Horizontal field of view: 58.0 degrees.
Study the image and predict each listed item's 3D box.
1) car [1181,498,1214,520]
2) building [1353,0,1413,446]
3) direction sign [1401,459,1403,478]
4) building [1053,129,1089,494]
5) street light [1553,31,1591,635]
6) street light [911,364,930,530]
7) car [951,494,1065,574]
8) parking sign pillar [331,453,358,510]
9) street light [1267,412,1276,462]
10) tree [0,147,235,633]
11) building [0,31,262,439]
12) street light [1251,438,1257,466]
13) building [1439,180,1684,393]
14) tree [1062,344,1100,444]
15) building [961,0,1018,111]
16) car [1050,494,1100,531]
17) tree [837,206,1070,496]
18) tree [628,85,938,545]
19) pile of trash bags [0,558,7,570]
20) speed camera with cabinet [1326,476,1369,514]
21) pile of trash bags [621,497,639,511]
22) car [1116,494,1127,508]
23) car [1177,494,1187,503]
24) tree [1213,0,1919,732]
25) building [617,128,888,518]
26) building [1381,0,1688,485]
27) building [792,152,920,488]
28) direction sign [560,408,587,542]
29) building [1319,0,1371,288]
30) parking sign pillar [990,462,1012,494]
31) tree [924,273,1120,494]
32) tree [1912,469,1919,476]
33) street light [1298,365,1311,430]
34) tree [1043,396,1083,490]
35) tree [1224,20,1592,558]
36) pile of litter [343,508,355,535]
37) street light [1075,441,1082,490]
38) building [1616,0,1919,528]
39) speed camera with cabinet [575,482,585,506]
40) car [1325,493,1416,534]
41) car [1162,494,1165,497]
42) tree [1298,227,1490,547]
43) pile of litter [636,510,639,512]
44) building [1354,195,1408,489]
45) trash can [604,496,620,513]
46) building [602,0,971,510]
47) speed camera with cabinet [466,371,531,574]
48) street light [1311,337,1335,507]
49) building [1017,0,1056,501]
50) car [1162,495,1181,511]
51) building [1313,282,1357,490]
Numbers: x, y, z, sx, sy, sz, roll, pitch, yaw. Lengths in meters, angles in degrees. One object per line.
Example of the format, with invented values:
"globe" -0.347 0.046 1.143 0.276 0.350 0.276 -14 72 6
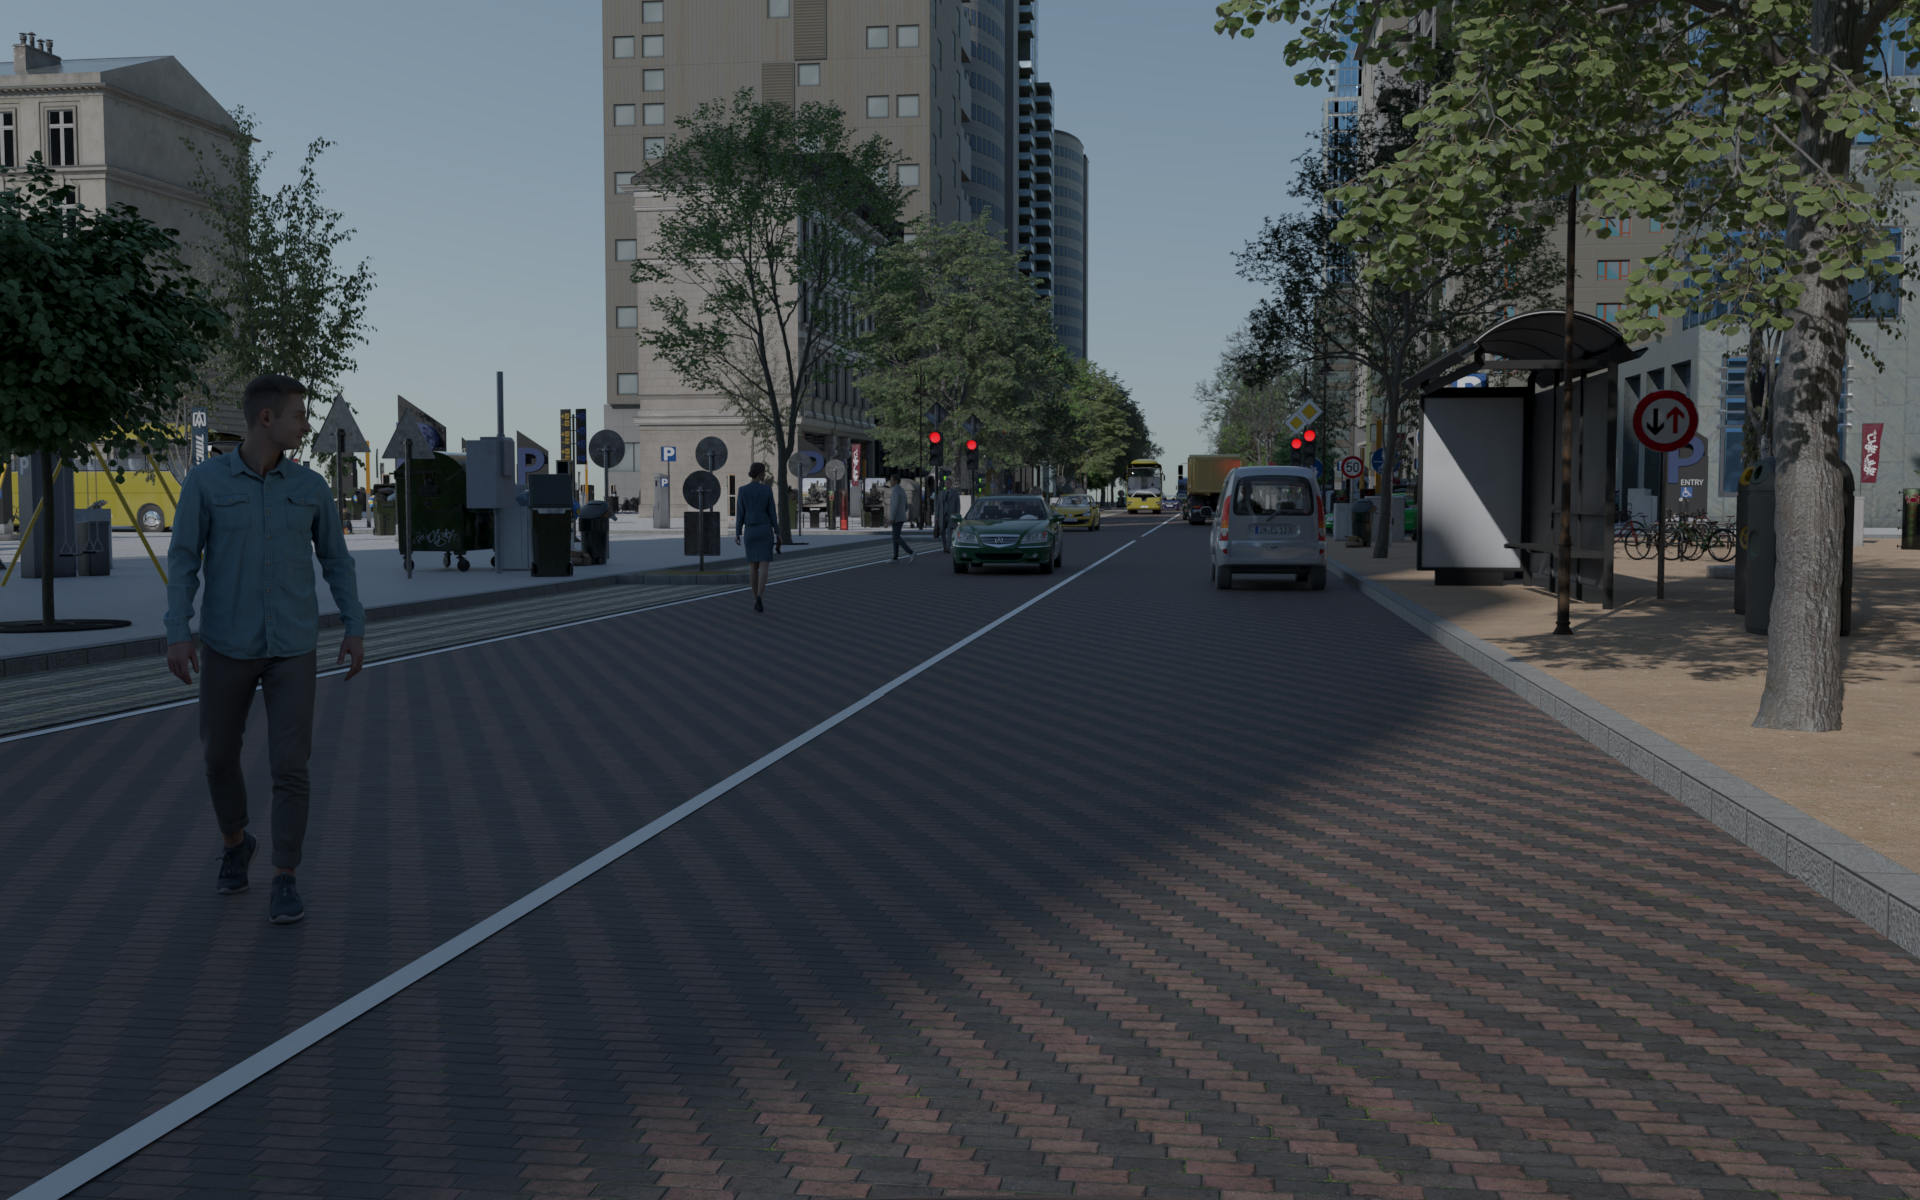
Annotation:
"car" 13.282 -5.299 96.425 2.009 1.686 4.222 1 4 8
"building" 56.115 -36.093 179.361 28.713 52.752 27.495 1 4 8
"direction sign" 27.174 -7.013 106.651 0.379 3.537 0.876 0 4 6
"building" 8.896 -44.890 275.951 21.231 58.520 28.212 1 4 8
"street light" 5.517 -2.623 15.668 0.468 5.910 1.993 1 4 8
"street light" -1.397 -5.446 61.830 0.468 5.910 1.993 1 4 8
"car" 0.951 -1.281 32.737 2.131 1.459 4.920 0 4 6
"parking sign pillar" -31.187 -6.072 87.746 1.447 3.967 1.447 1 4 17
"street light" 17.472 -7.615 97.285 0.468 5.910 1.993 1 4 8
"tree" -8.714 -2.002 16.450 4.285 4.588 4.351 0 3 0
"building" -54.321 -16.287 85.379 34.723 24.649 14.460 1 4 8
"street light" 23.427 -10.132 138.441 0.468 5.910 1.993 1 4 8
"building" 47.817 -16.508 114.947 27.650 21.520 28.899 1 4 8
"tree" 5.309 -11.608 115.552 9.928 11.665 9.643 0 3 0
"building" -6.085 -38.928 178.467 21.231 58.520 28.212 1 4 8
"car" 4.504 -3.513 67.661 2.015 1.641 3.980 1 4 10
"tree" -0.289 -10.355 75.958 9.857 13.997 8.962 0 3 0
"tree" -4.418 -7.209 43.616 9.928 11.665 9.643 0 3 0
"pile of trash bags" -17.745 -1.214 29.595 1.912 1.369 3.447 -3 5 -44
"speed camera with cabinet" 19.418 -5.654 86.778 2.038 3.252 0.660 0 4 4
"pile of trash bags" -24.317 -7.585 133.769 3.447 1.369 1.912 -2 4 -32
"car" 15.765 -9.475 163.718 1.959 1.807 4.718 1 4 9
"car" 33.567 -15.391 261.870 2.015 1.641 3.980 1 4 9
"tree" 5.040 -5.575 9.271 7.486 12.596 7.792 0 3 0
"building" -12.675 -14.813 93.107 10.553 20.767 40.483 1 4 8
"building" 46.138 -42.980 140.974 20.563 71.187 20.611 1 4 8
"building" -10.204 -17.822 121.072 12.332 23.373 15.834 1 4 8
"direction sign" -10.268 -3.308 46.080 0.876 3.537 0.379 2 4 29
"building" 65.237 -58.570 270.290 22.319 86.520 31.000 1 4 8
"parking sign pillar" 2.310 -6.636 96.969 1.447 3.967 1.447 3 5 45
"tree" 2.106 -10.534 89.239 9.611 12.733 9.660 0 3 0
"tree" 35.976 -4.202 63.303 1.663 3.219 1.824 0 3 0
"street light" 12.374 -5.469 62.204 0.468 5.910 1.993 1 4 8
"tree" 7.197 -10.761 126.307 4.360 8.622 3.978 0 3 0
"tree" 8.719 -6.106 34.240 7.601 10.594 8.767 2 4 32
"pile of litter" -19.813 -2.512 55.044 1.176 0.858 1.719 0 4 -8
"street light" 9.515 -10.024 136.682 0.468 5.910 1.993 1 4 8
"building" 45.136 -46.483 72.664 31.000 86.520 22.319 1 4 8
"speed camera with cabinet" -28.306 -8.169 127.901 0.660 3.252 2.038 -3 5 -40
"car" 13.640 -2.775 54.159 4.718 1.807 1.959 1 4 9
"car" 31.737 -16.072 272.994 2.015 1.641 3.980 0 4 7
"tree" 10.665 -5.595 41.835 4.360 8.622 3.978 0 3 0
"pile of litter" -22.421 -6.651 122.710 1.176 0.858 1.719 -1 4 -23
"building" 44.638 -23.746 159.945 14.160 30.474 14.107 1 4 8
"trash can" -20.655 -5.523 101.962 0.748 1.137 0.748 0 3 0
"building" -13.777 -34.383 151.404 28.713 52.752 27.495 1 4 8
"speed camera with cabinet" -7.467 -2.103 28.714 0.660 3.252 2.038 1 4 11
"street light" 10.599 -4.746 50.387 0.468 5.910 1.993 1 4 8
"building" 3.068 -57.084 245.999 22.319 86.520 31.000 1 4 8
"car" 18.114 -8.390 149.751 1.945 1.354 3.894 0 4 7
"building" 57.975 -29.273 250.308 14.160 30.474 14.107 1 4 8
